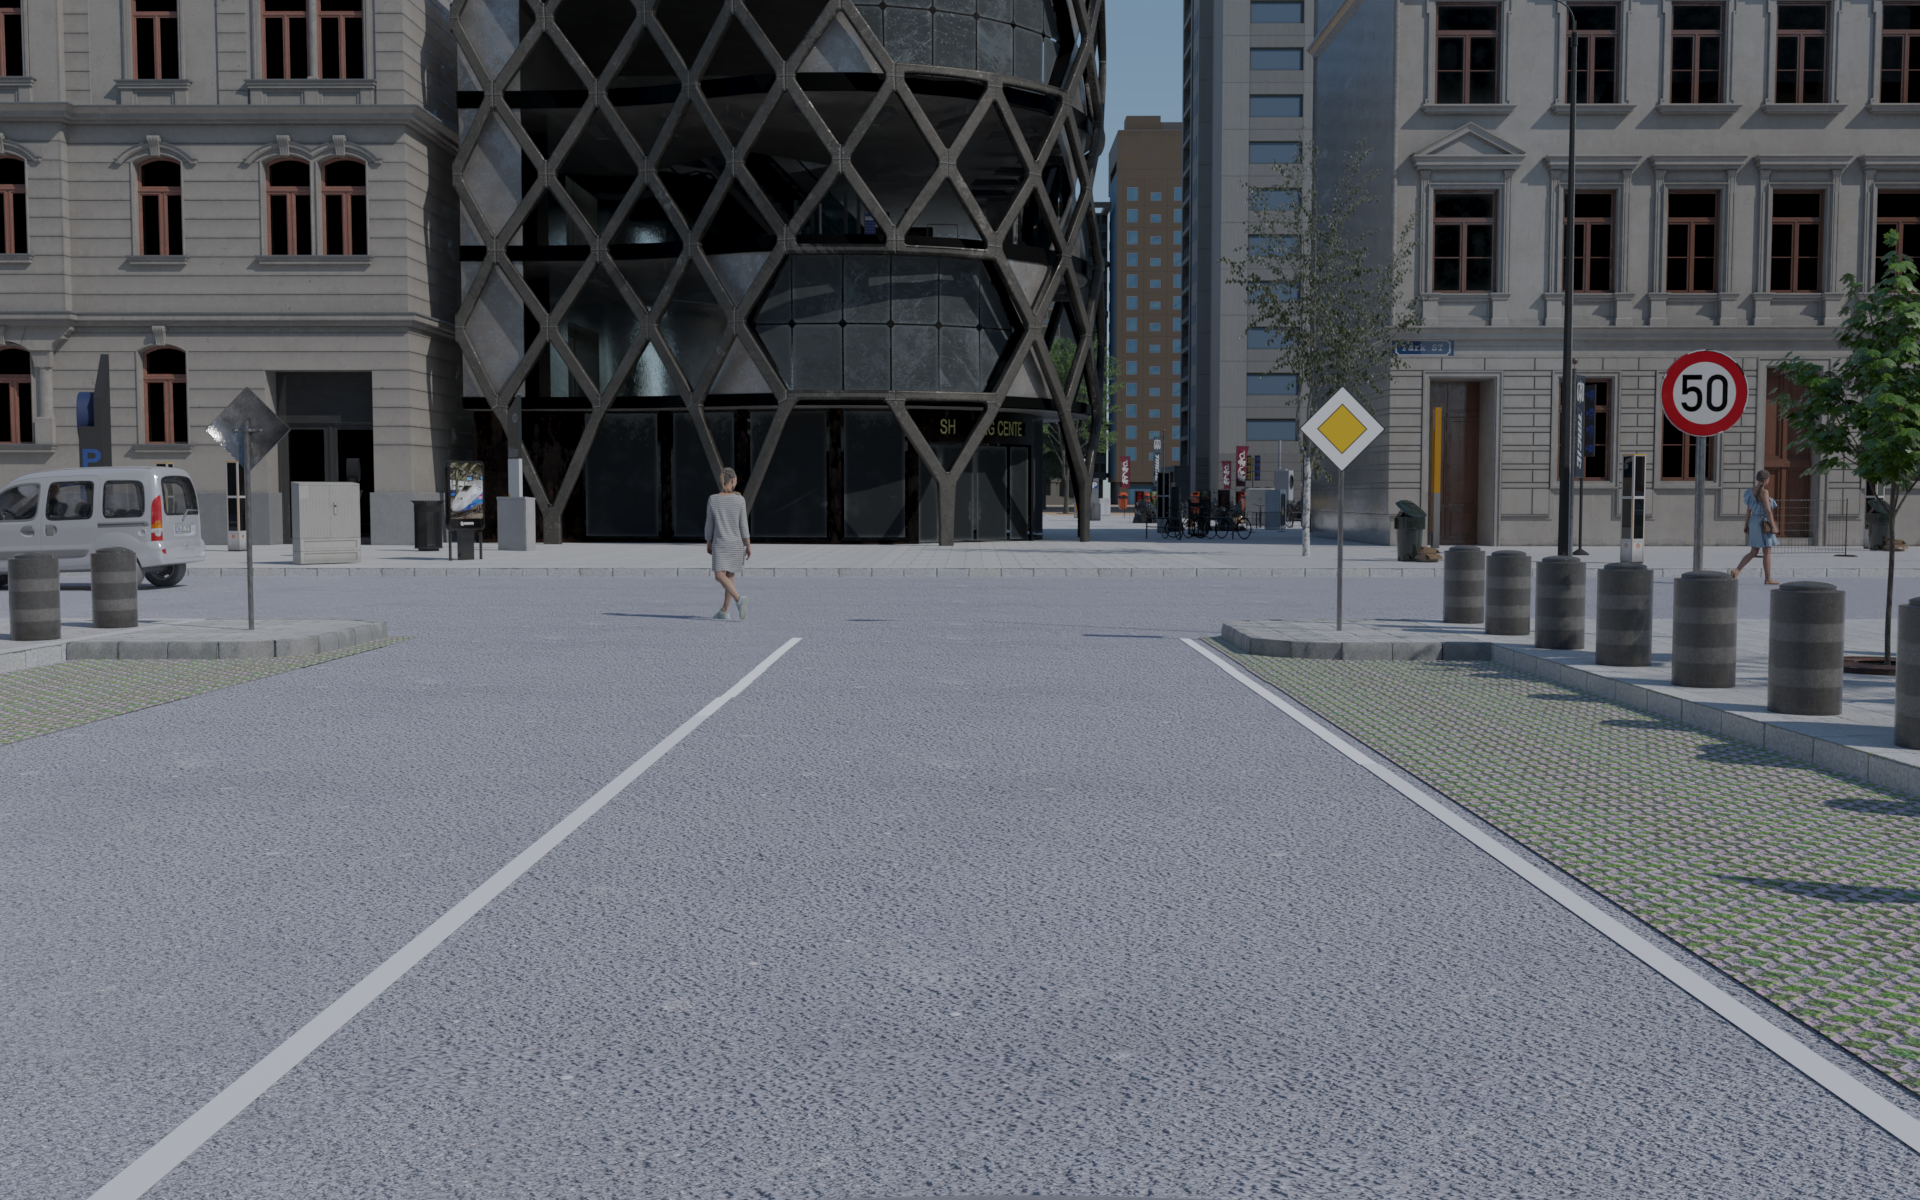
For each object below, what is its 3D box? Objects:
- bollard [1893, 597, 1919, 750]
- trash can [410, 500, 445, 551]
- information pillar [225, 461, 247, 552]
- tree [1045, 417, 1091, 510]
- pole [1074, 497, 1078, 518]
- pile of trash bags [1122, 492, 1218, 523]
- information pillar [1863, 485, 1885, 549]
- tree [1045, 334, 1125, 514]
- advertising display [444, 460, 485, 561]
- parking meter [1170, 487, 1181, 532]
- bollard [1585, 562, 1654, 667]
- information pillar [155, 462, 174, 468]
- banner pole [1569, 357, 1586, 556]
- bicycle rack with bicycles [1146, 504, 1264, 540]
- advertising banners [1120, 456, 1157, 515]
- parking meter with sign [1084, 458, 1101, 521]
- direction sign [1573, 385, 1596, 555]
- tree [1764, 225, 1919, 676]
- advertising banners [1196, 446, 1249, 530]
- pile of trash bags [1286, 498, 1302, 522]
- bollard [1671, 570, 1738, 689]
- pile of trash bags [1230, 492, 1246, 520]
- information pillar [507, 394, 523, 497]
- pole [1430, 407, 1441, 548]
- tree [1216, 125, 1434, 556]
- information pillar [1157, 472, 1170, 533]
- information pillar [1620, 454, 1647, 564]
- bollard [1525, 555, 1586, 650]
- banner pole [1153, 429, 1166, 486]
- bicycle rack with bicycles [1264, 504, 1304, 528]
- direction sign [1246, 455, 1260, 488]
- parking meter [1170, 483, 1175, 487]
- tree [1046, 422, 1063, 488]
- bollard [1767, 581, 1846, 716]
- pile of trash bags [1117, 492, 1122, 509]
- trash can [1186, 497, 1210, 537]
[{"bbox_3d":[4.965,0.364,8.767,0.404,0.777,0.398,0,3,0],"label":"bollard"},{"bbox_3d":[-11.948,-1.667,38.912,0.748,1.137,0.748,0,3,0],"label":"trash can"},{"bbox_3d":[-16.174,-2.093,38.715,0.304,2.012,0.304,1,4,11],"label":"information pillar"},{"bbox_3d":[6.859,-14.502,143.757,9.857,13.997,8.962,0,3,0],"label":"tree"},{"bbox_3d":[6.603,-6.298,96.810,0.158,3.312,0.155,0,3,0],"label":"pole"},{"bbox_3d":[9.172,-4.033,75.699,3.447,1.369,1.912,3,5,39],"label":"pile of trash bags"},{"bbox_3d":[21.340,-2.198,40.428,0.304,2.012,0.304,-2,4,-28],"label":"information pillar"},{"bbox_3d":[6.826,-11.334,111.073,9.928,11.665,9.643,0,3,0],"label":"tree"},{"bbox_3d":[-9.608,-1.738,33.626,0.123,1.923,0.974,2,4,26],"label":"advertising display"},{"bbox_3d":[7.269,-3.069,58.596,0.372,1.533,0.369,0,3,0],"label":"parking meter"},{"bbox_3d":[4.993,0.104,13.017,0.404,0.777,0.398,0,3,0],"label":"bollard"},{"bbox_3d":[-18.424,-2.181,40.158,0.304,2.012,0.304,0,4,3],"label":"information pillar"},{"bbox_3d":[11.401,-2.569,32.028,0.401,3.779,0.863,3,4,37],"label":"banner pole"},{"bbox_3d":[6.590,-2.212,49.552,2.852,0.926,2.925,-2,4,-25],"label":"bicycle rack with bicycles"},{"bbox_3d":[8.336,-5.134,80.129,2.074,3.025,0.090,-1,4,-16],"label":"advertising banners"},{"bbox_3d":[6.362,-5.343,83.618,0.543,3.016,1.738,-1,4,-16],"label":"parking meter with sign"},{"bbox_3d":[13.025,-2.709,36.284,0.379,3.537,0.876,-1,4,-13],"label":"direction sign"},{"bbox_3d":[6.701,-1.106,12.684,1.663,3.219,1.824,0,3,0],"label":"tree"},{"bbox_3d":[9.497,-4.056,62.500,2.074,3.025,0.090,-1,4,-19],"label":"advertising banners"},{"bbox_3d":[15.313,-4.428,82.152,1.912,1.369,3.447,-1,4,-11],"label":"pile of trash bags"},{"bbox_3d":[4.985,0.191,11.597,0.404,0.777,0.398,0,3,0],"label":"bollard"},{"bbox_3d":[13.262,-4.524,83.717,1.912,1.369,3.447,-1,4,-15],"label":"pile of trash bags"},{"bbox_3d":[-10.478,-3.026,40.829,0.504,3.616,0.183,3,5,44],"label":"information pillar"},{"bbox_3d":[11.236,-2.877,40.886,0.158,3.312,0.155,0,3,0],"label":"pole"},{"bbox_3d":[7.398,-5.212,35.577,4.360,8.622,3.978,0,3,0],"label":"tree"},{"bbox_3d":[6.728,-3.229,57.281,0.304,2.012,0.304,-3,5,-39],"label":"information pillar"},{"bbox_3d":[12.414,-1.679,31.945,0.304,2.012,0.304,-1,4,-22],"label":"information pillar"},{"bbox_3d":[5.003,0.017,14.432,0.404,0.777,0.398,0,3,0],"label":"bollard"},{"bbox_3d":[7.686,-4.686,66.635,0.863,3.779,0.401,-3,5,-44],"label":"banner pole"},{"bbox_3d":[12.032,-3.196,65.640,2.852,0.926,2.925,0,4,-1],"label":"bicycle rack with bicycles"},{"bbox_3d":[17.122,-6.685,101.302,0.876,3.537,0.379,2,4,24],"label":"direction sign"},{"bbox_3d":[10.743,-5.029,87.933,0.255,1.863,0.399,-1,4,-16],"label":"parking meter"},{"bbox_3d":[6.827,-15.675,173.289,9.611,12.733,9.660,0,3,0],"label":"tree"},{"bbox_3d":[4.973,0.277,10.182,0.404,0.777,0.398,0,3,0],"label":"bollard"},{"bbox_3d":[10.344,-5.260,95.760,3.447,1.369,1.912,-1,4,-14],"label":"pile of trash bags"},{"bbox_3d":[7.184,-2.483,52.253,0.748,1.137,0.748,0,3,0],"label":"trash can"}]
